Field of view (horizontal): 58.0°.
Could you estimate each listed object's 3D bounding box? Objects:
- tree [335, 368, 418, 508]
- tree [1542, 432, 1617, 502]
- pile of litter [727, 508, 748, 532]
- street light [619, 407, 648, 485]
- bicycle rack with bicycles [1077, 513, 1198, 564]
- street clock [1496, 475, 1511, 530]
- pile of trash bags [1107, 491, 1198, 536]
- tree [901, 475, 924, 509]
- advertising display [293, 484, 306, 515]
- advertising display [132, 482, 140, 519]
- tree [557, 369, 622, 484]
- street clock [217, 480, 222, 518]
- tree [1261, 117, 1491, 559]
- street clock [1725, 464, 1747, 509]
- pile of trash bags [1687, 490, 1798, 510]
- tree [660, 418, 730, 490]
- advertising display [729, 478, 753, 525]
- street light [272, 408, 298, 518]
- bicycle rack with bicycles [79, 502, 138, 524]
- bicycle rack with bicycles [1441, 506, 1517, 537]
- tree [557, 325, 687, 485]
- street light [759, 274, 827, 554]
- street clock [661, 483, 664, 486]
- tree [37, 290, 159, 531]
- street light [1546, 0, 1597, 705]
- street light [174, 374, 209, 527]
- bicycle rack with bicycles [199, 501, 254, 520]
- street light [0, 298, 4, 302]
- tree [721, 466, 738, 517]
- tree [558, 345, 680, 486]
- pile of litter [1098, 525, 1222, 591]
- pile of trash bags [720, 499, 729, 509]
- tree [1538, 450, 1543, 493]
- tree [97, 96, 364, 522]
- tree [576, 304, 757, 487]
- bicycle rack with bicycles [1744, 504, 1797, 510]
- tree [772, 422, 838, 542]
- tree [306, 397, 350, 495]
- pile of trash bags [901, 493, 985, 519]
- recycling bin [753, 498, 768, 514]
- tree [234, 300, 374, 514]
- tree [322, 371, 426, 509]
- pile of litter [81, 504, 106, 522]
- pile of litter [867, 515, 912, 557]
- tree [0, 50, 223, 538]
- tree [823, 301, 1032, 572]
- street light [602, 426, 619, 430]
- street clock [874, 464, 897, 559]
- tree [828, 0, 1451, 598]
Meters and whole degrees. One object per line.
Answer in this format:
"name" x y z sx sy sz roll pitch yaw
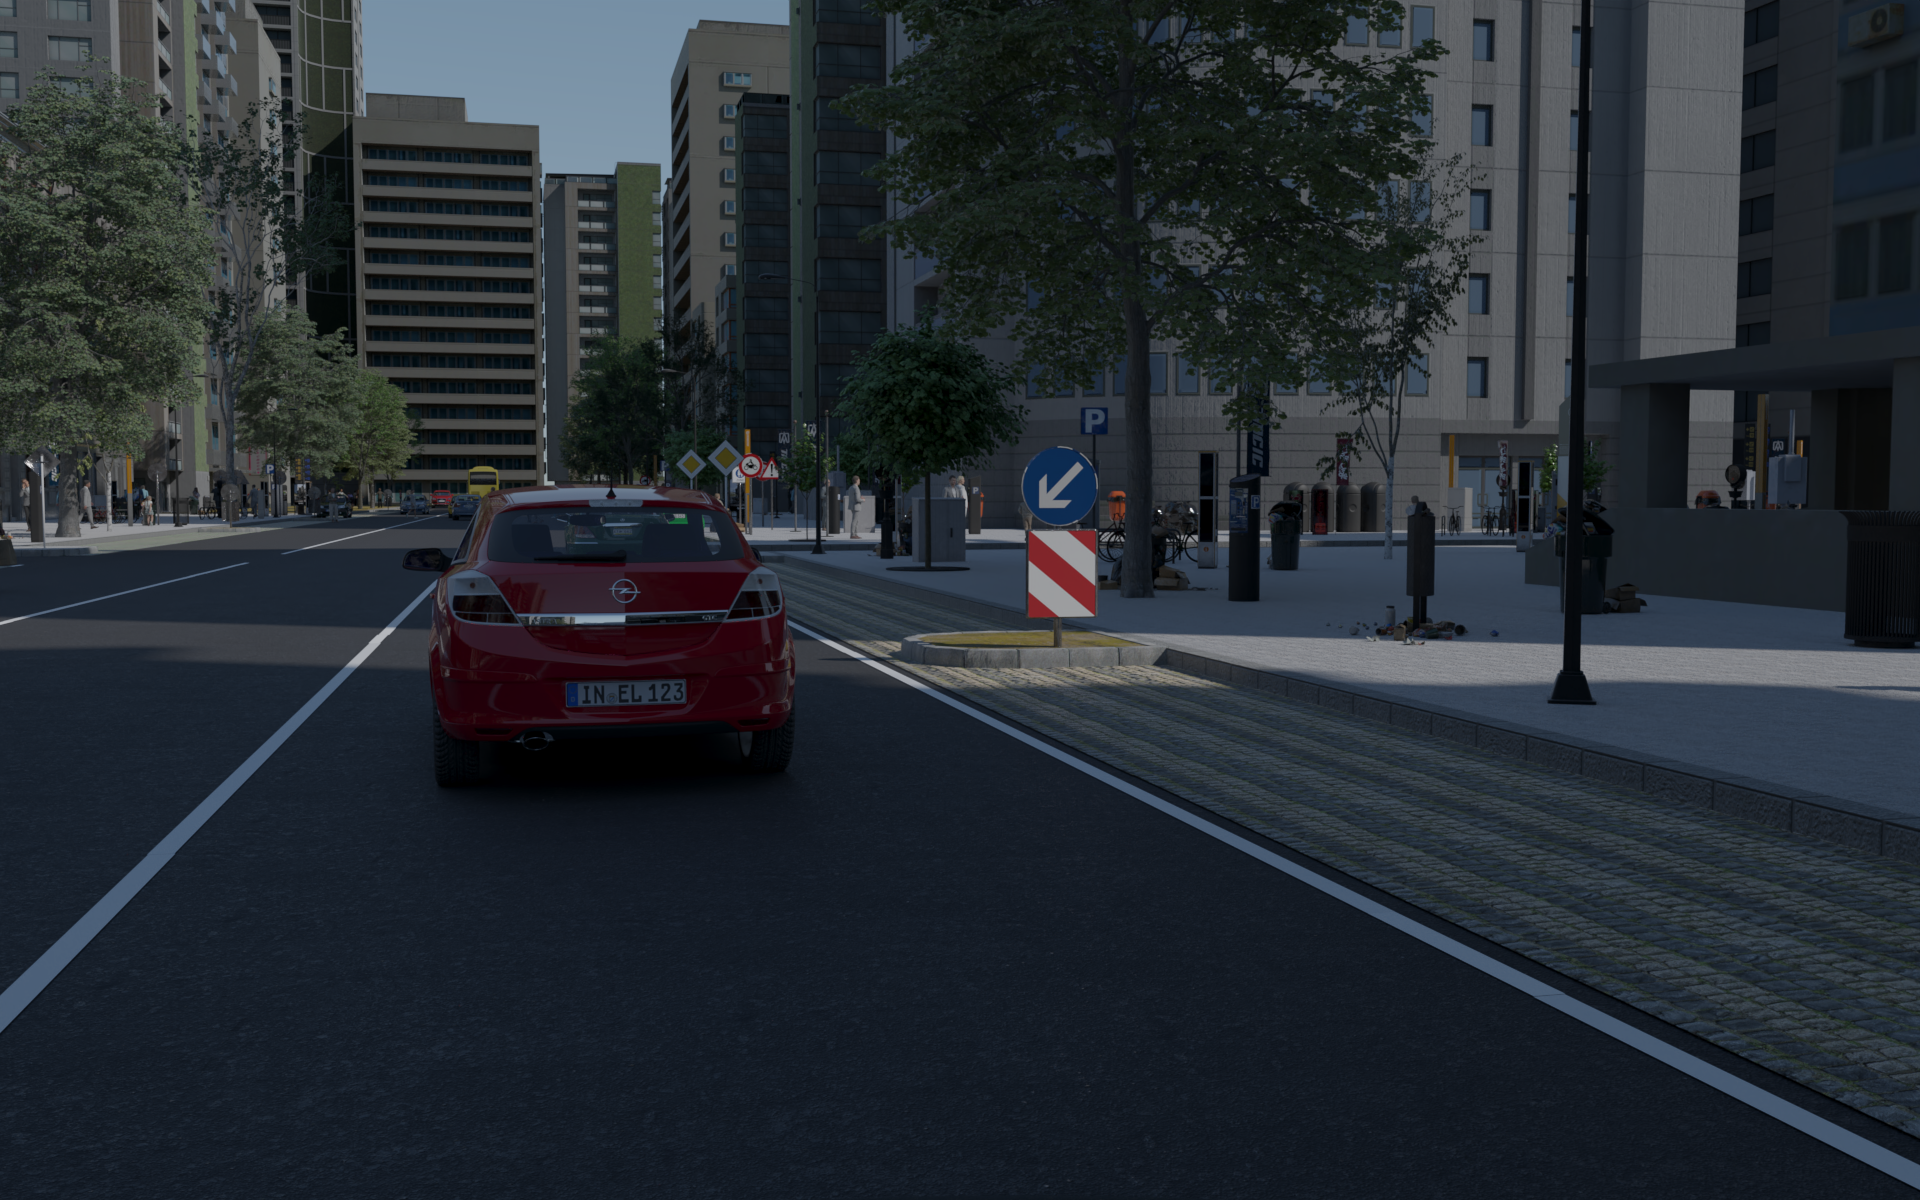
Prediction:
"tree" -52.679 -14.552 156.054 7.486 12.596 7.792 0 3 0
"tree" 18.888 -3.553 52.686 1.663 3.219 1.824 0 3 0
"pile of litter" -7.675 -2.695 58.029 1.719 0.858 1.176 -2 4 -35
"street light" -17.043 -7.264 91.304 1.470 5.913 1.316 -1 4 -14
"bicycle rack with bicycles" 3.365 -1.182 32.705 2.925 0.926 2.852 1 4 12
"street clock" 19.154 -3.457 61.086 0.471 2.002 0.358 -1 4 -22
"pile of trash bags" 6.236 -2.712 54.086 3.447 1.369 1.912 -1 4 -15
"tree" -2.216 -4.279 64.563 1.663 3.219 1.824 0 3 0
"advertising display" -40.701 -6.215 106.834 0.123 1.923 0.974 2 4 30
"advertising display" -43.081 -5.211 90.419 0.123 1.923 0.974 0 4 -4
"tree" -32.115 -14.532 155.717 7.486 12.596 7.792 0 3 0
"street clock" -38.948 -5.295 91.137 0.358 2.002 0.471 -2 4 -29
"tree" 8.305 -5.121 34.089 4.360 8.622 3.978 0 3 0
"street clock" 18.869 -2.299 42.162 0.358 2.002 0.471 -1 4 -22
"pile of trash bags" 17.512 -1.786 38.950 1.912 1.369 3.447 0 4 -5
"tree" -11.295 -5.570 74.791 4.285 4.588 4.351 0 3 0
"advertising display" -8.796 -3.934 69.536 0.974 1.923 0.123 -1 4 -21
"street light" -36.504 -7.412 93.721 1.470 5.913 1.316 -1 4 -14
"bicycle rack with bicycles" -36.794 -3.741 74.540 2.852 0.926 2.925 2 4 32
"bicycle rack with bicycles" 15.873 -2.427 53.059 2.852 0.926 2.925 1 4 19
"tree" -20.483 -11.099 107.222 9.928 11.665 9.643 0 3 0
"street light" -3.554 -3.928 36.772 1.470 5.913 1.316 -1 4 -14
"street clock" -19.564 -6.734 114.675 0.358 2.002 0.471 -3 5 -41
"tree" -29.445 -6.679 59.559 4.737 8.622 4.395 0 3 0
"street light" 3.241 -2.314 10.380 1.470 5.913 1.316 -1 4 -14
"street light" -29.827 -5.790 67.209 1.470 5.913 1.316 -1 4 -14
"bicycle rack with bicycles" -37.289 -4.540 87.603 2.852 0.926 2.925 2 4 24
"street light" -23.194 -4.173 40.777 1.470 5.913 1.316 -1 4 -14
"tree" -12.397 -6.306 97.710 1.663 3.219 1.824 0 3 0
"tree" -25.764 -13.224 133.227 9.611 12.733 9.660 0 3 0
"pile of litter" 2.583 -0.573 23.338 1.719 0.858 1.176 2 4 30
"pile of trash bags" -16.281 -6.621 118.004 3.447 1.369 1.912 -2 4 -31
"tree" 20.731 -4.045 60.738 1.663 3.219 1.824 0 3 0
"tree" -32.536 -13.740 80.537 12.611 20.169 13.585 0 3 0
"tree" -14.382 -9.275 86.052 8.767 10.594 7.601 0 4 -8
"bicycle rack with bicycles" 28.238 -2.836 59.750 2.852 0.926 2.925 -1 4 -10
"tree" -4.277 -3.196 46.851 1.663 3.219 1.824 0 3 0
"tree" -46.761 -10.820 127.263 4.737 8.622 4.395 0 3 0
"pile of trash bags" -0.691 -2.917 57.442 3.447 1.369 1.912 -2 4 -32
"recycling bin" -12.904 -6.082 111.992 0.722 1.027 0.722 1 4 23
"tree" -43.145 -12.613 112.880 9.857 13.997 8.962 0 3 0
"tree" -50.290 -13.436 145.434 9.928 11.665 9.643 0 3 0
"pile of litter" -40.105 -4.067 80.462 1.176 0.858 1.719 1 4 19
"pile of litter" -1.306 -1.362 36.230 1.719 0.858 1.176 -3 5 -43
"tree" -26.497 -8.831 51.038 9.857 13.997 8.962 0 3 0
"tree" -0.615 -2.785 29.250 4.285 4.588 4.351 0 3 0
"street light" -23.729 -8.896 117.982 1.470 5.913 1.316 -1 4 -14
"street clock" -1.448 -1.816 34.263 0.471 2.002 0.358 3 4 38
"tree" 1.858 -6.319 21.451 7.486 12.596 7.792 0 3 0
